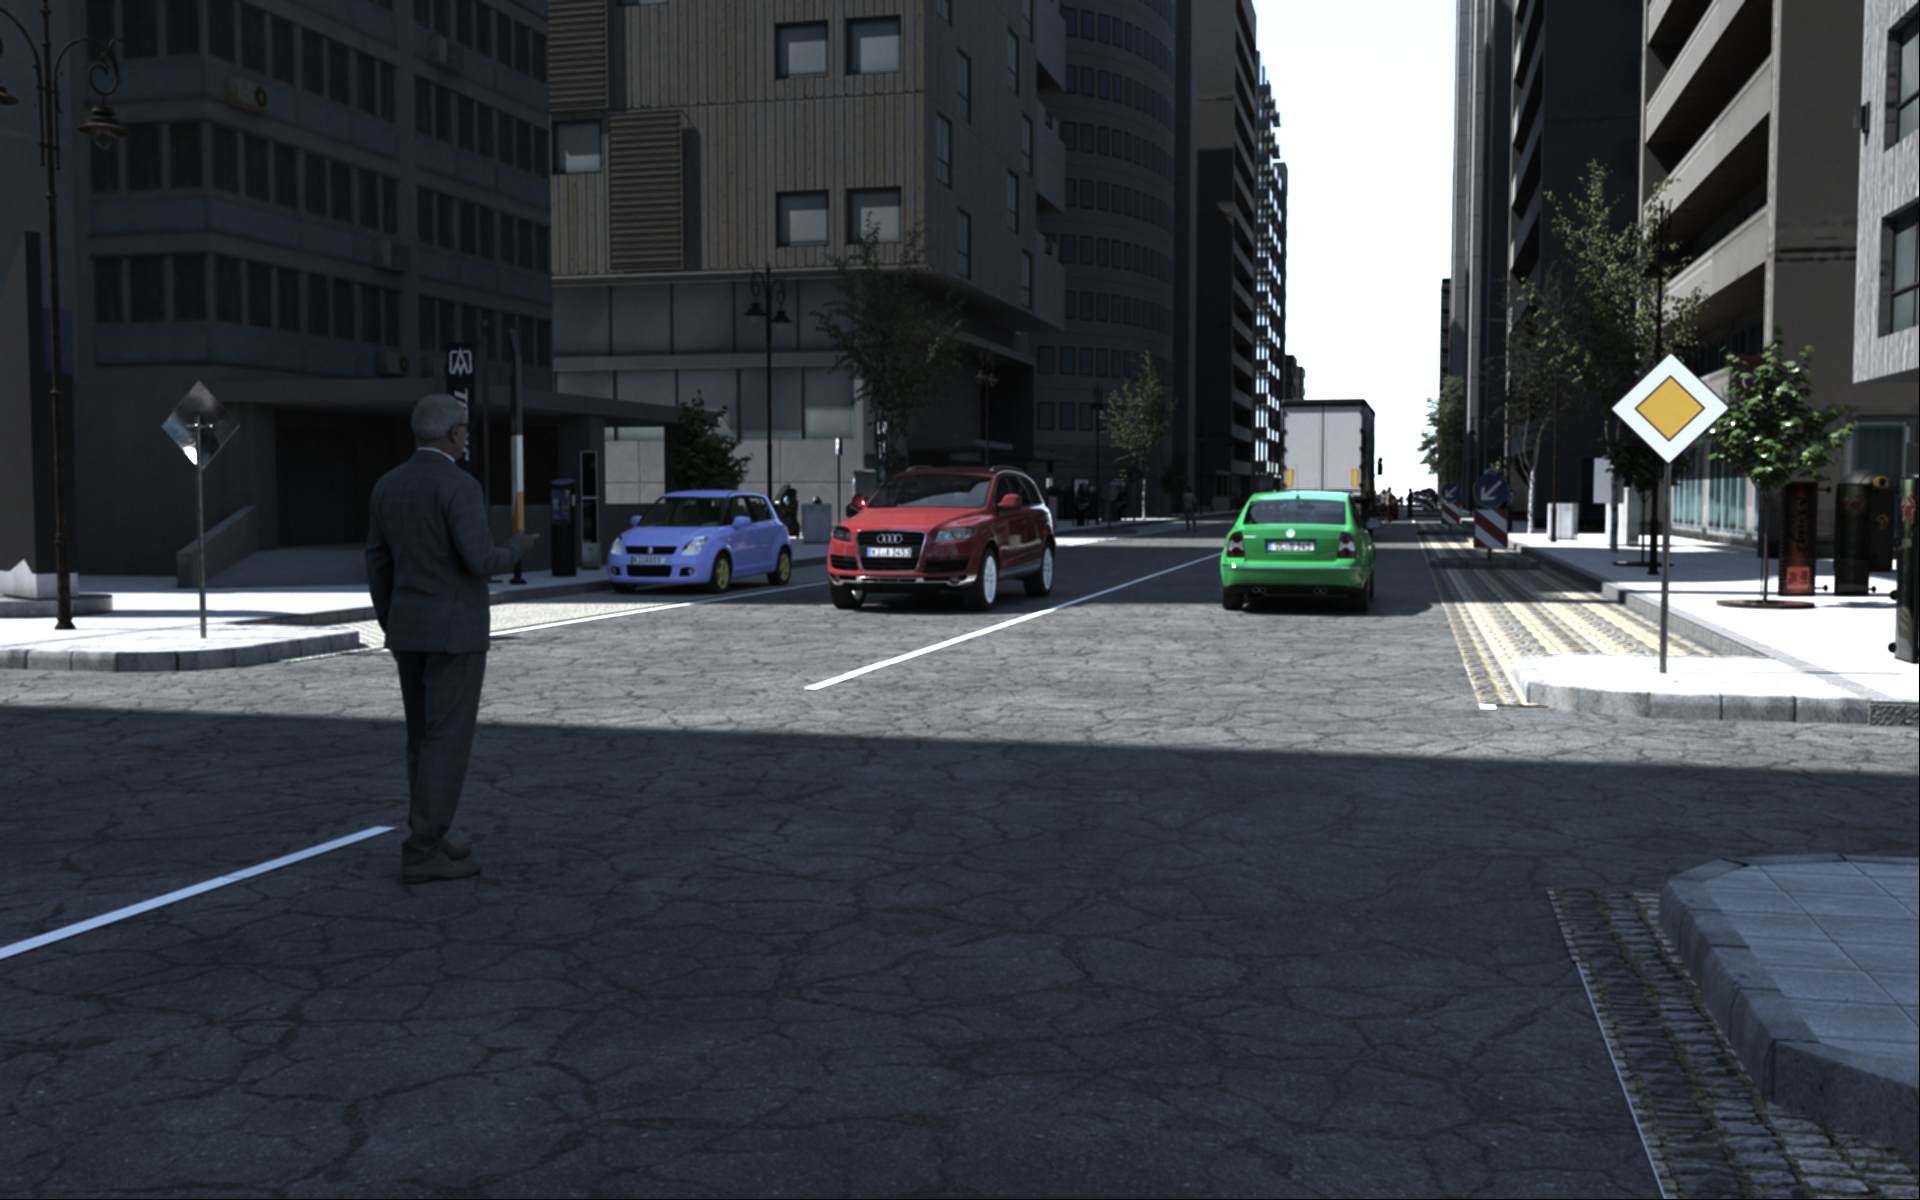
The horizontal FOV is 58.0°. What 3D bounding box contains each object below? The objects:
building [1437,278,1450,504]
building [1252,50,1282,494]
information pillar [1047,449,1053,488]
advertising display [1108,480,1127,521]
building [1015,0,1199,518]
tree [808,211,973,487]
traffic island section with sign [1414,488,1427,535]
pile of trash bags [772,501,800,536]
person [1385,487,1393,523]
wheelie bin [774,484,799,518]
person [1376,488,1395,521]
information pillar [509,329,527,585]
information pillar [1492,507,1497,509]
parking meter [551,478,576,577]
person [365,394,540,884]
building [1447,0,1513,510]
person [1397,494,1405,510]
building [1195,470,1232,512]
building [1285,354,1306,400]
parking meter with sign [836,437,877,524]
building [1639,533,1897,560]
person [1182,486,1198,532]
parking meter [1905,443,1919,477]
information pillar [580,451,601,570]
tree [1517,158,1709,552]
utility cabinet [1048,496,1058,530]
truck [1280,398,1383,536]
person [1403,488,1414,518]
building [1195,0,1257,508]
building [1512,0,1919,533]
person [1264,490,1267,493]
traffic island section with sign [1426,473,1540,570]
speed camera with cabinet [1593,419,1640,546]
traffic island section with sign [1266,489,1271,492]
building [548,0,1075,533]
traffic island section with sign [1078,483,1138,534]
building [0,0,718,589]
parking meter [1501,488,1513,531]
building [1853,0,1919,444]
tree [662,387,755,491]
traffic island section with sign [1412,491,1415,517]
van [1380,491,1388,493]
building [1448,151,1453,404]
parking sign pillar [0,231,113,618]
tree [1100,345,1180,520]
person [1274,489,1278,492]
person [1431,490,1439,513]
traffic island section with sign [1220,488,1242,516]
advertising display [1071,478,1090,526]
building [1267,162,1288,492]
[{"bbox_3d":[70.807,-28.023,229.884,14.160,30.474,14.107,1,4,14],"label":"building"},{"bbox_3d":[22.872,-34.752,187.810,23.786,49.044,30.456,1,4,14],"label":"building"},{"bbox_3d":[4.654,-6.019,89.759,0.183,3.616,0.504,2,4,34],"label":"information pillar"},{"bbox_3d":[7.492,-4.720,82.384,0.974,1.923,0.123,-2,4,-24],"label":"advertising display"},{"bbox_3d":[2.236,-34.401,104.460,21.231,58.520,28.212,1,4,14],"label":"building"},{"bbox_3d":[-1.838,-5.853,46.066,4.737,8.622,4.395,0,3,0],"label":"tree"},{"bbox_3d":[17.071,-3.186,60.724,1.989,1.847,2.006,1,4,14],"label":"traffic island section with sign"},{"bbox_3d":[-6.683,-2.628,52.720,3.447,1.369,1.912,-2,4,-23],"label":"pile of trash bags"},{"bbox_3d":[21.588,-4.808,87.208,0.705,1.812,1.348,1,4,11],"label":"person"},{"bbox_3d":[-5.524,-2.897,55.272,0.693,1.594,0.980,-1,4,-23],"label":"wheelie bin"},{"bbox_3d":[22.431,-5.044,91.762,1.217,1.735,0.721,2,4,26],"label":"person"},{"bbox_3d":[-6.278,-2.030,24.541,0.183,3.616,0.504,-2,4,-24],"label":"information pillar"},{"bbox_3d":[25.214,-4.733,81.879,0.304,2.012,0.304,0,4,6],"label":"information pillar"},{"bbox_3d":[-6.178,-1.136,26.987,0.372,1.533,0.369,0,3,0],"label":"parking meter"},{"bbox_3d":[-1.914,0.129,6.571,0.661,1.801,0.590,2,4,33],"label":"person"},{"bbox_3d":[63.302,-39.302,184.591,21.231,58.520,28.212,1,4,14],"label":"building"},{"bbox_3d":[40.028,-8.887,157.054,1.065,1.426,0.557,0,4,-1],"label":"person"},{"bbox_3d":[3.961,-26.886,131.467,32.217,40.220,23.993,1,4,14],"label":"building"},{"bbox_3d":[31.383,-23.655,231.797,27.650,21.520,28.899,1,4,14],"label":"building"},{"bbox_3d":[-2.933,-3.503,53.541,1.738,3.016,0.543,-1,4,-16],"label":"parking meter with sign"},{"bbox_3d":[28.930,-25.491,40.472,21.300,48.544,21.600,1,4,14],"label":"building"},{"bbox_3d":[8.825,-3.496,66.246,0.593,1.750,0.643,0,4,-2],"label":"person"},{"bbox_3d":[10.905,-0.847,19.559,0.255,1.863,0.399,-3,4,-38],"label":"parking meter"},{"bbox_3d":[-6.266,-1.523,29.386,0.304,2.012,0.304,0,4,-4],"label":"information pillar"},{"bbox_3d":[14.361,-5.351,37.848,4.737,8.622,4.395,0,3,0],"label":"tree"},{"bbox_3d":[3.310,-3.082,61.558,0.306,1.237,1.020,0,4,5],"label":"utility cabinet"},{"bbox_3d":[12.181,-4.133,56.485,2.839,4.237,11.283,1,4,15],"label":"truck"},{"bbox_3d":[27.170,-5.881,104.666,0.705,1.822,1.348,-1,4,-10],"label":"person"},{"bbox_3d":[14.325,-32.348,152.590,21.300,48.544,21.600,1,4,14],"label":"building"},{"bbox_3d":[34.368,-27.335,70.629,21.300,48.544,21.600,1,4,14],"label":"building"},{"bbox_3d":[22.708,-7.284,128.531,0.756,1.711,0.436,-2,4,-27],"label":"person"},{"bbox_3d":[10.186,-1.535,33.732,1.989,1.847,2.006,1,4,14],"label":"traffic island section with sign"},{"bbox_3d":[16.157,-2.952,42.597,0.660,3.252,2.038,3,4,36],"label":"speed camera with cabinet"},{"bbox_3d":[24.548,-7.910,137.954,1.989,1.847,2.006,1,4,14],"label":"traffic island section with sign"},{"bbox_3d":[-10.892,-29.417,70.213,28.713,52.752,27.495,1,4,14],"label":"building"},{"bbox_3d":[5.426,-3.331,63.093,1.989,1.847,2.006,1,4,14],"label":"traffic island section with sign"},{"bbox_3d":[-22.040,-20.918,33.896,32.217,40.220,23.993,1,4,14],"label":"building"},{"bbox_3d":[18.955,-3.157,60.027,0.372,1.533,0.369,0,3,0],"label":"parking meter"},{"bbox_3d":[17.933,-14.949,16.112,14.107,30.474,14.160,1,4,14],"label":"building"},{"bbox_3d":[-4.765,-2.249,31.375,1.663,3.219,1.824,0,3,0],"label":"tree"},{"bbox_3d":[29.457,-6.152,109.210,1.989,1.847,2.006,1,4,14],"label":"traffic island section with sign"},{"bbox_3d":[52.303,-12.584,212.757,2.013,2.044,4.112,1,4,14],"label":"van"},{"bbox_3d":[70.661,-35.848,209.824,21.300,48.544,21.600,1,4,14],"label":"building"},{"bbox_3d":[-9.882,-1.833,18.447,1.447,3.967,1.447,3,5,45],"label":"parking sign pillar"},{"bbox_3d":[9.112,-8.317,86.339,4.737,8.622,4.395,0,3,0],"label":"tree"},{"bbox_3d":[16.234,-4.861,88.902,0.541,1.710,0.530,-1,4,-21],"label":"person"},{"bbox_3d":[35.807,-7.414,130.638,0.541,1.710,0.530,2,4,33],"label":"person"},{"bbox_3d":[17.884,-6.312,111.832,1.989,1.847,2.006,1,4,14],"label":"traffic island section with sign"},{"bbox_3d":[4.854,-3.939,69.615,0.974,1.923,0.123,-3,5,-43],"label":"advertising display"},{"bbox_3d":[31.813,-32.132,208.948,14.154,41.232,14.086,1,4,14],"label":"building"}]
